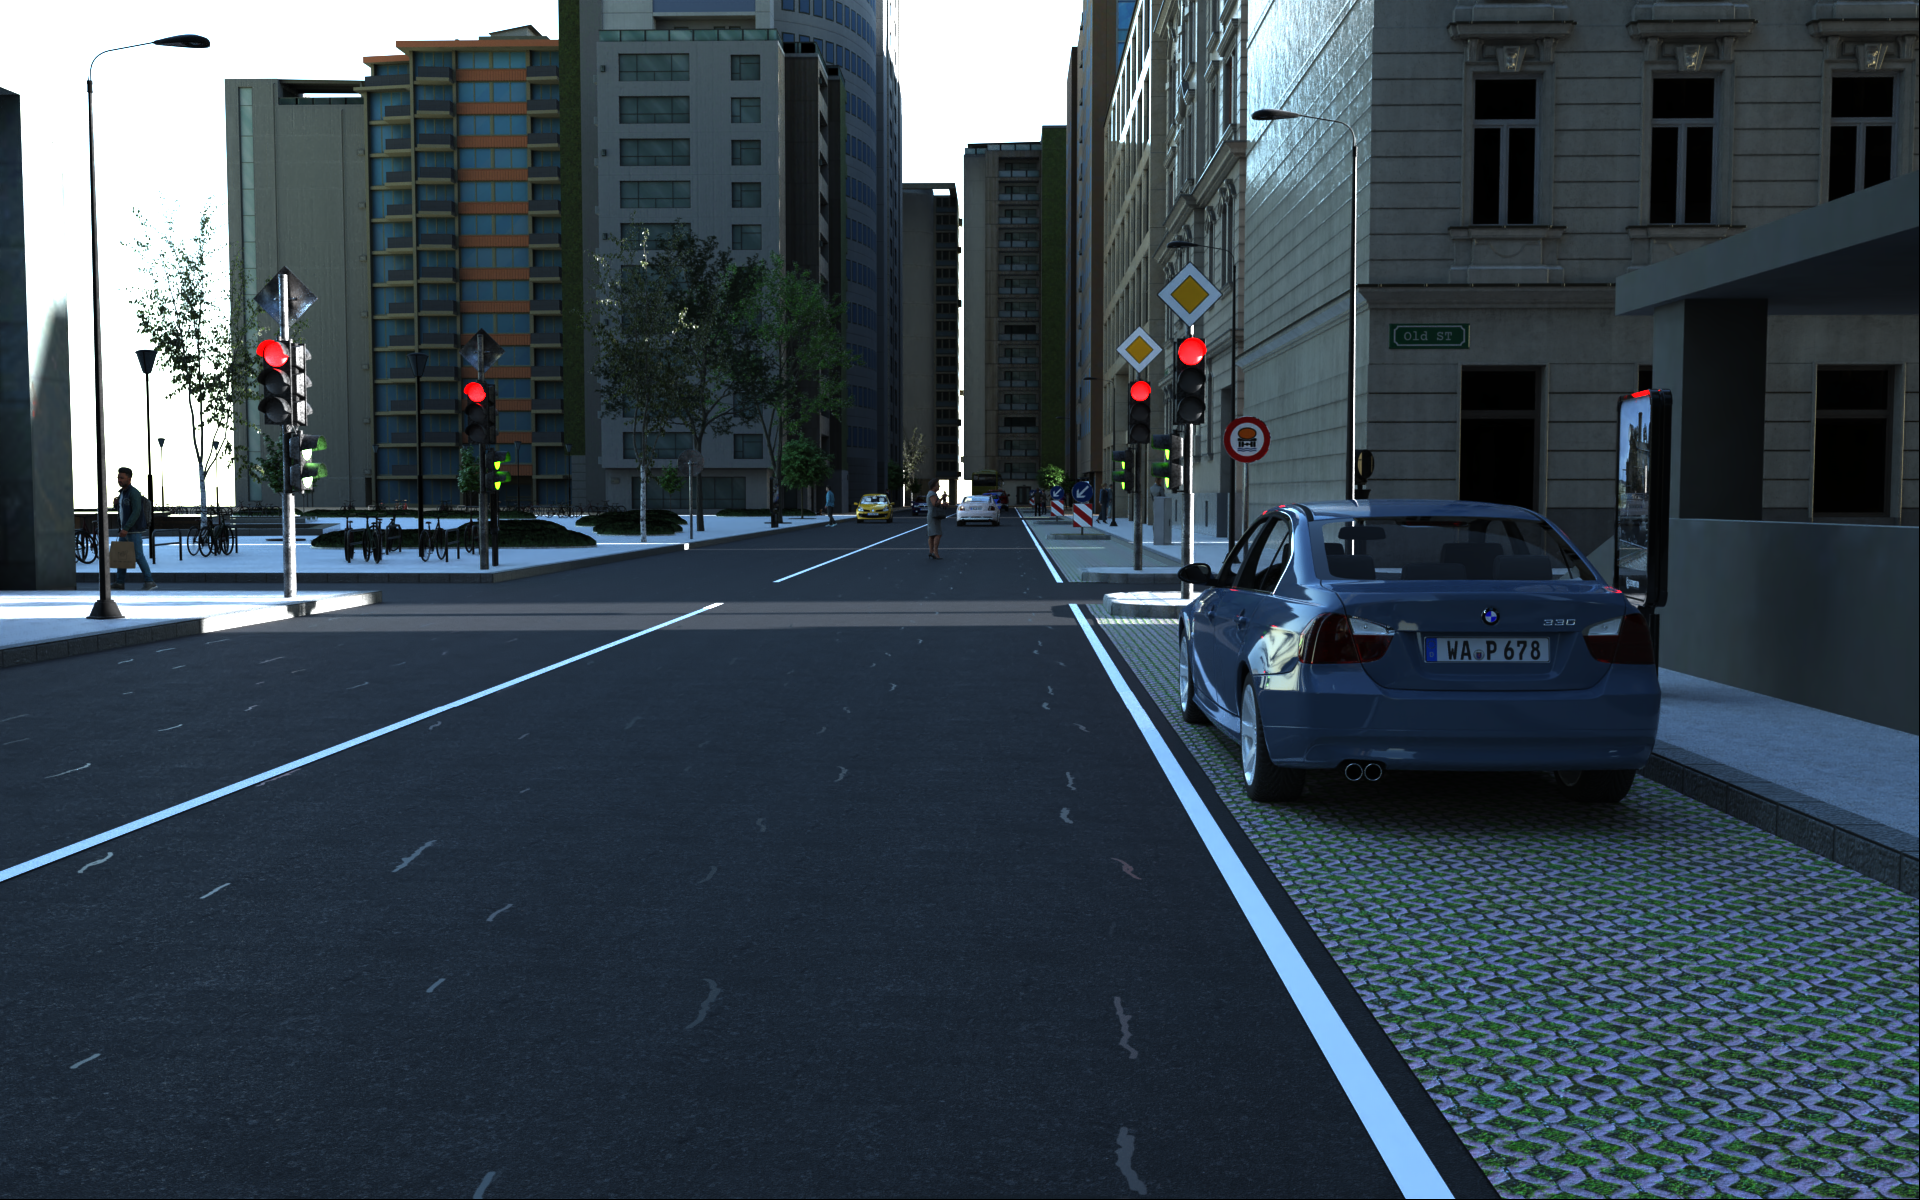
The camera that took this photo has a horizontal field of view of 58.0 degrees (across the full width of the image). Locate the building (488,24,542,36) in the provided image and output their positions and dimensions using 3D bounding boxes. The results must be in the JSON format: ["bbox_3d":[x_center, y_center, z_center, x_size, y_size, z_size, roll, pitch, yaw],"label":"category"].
[{"bbox_3d":[-38.595,-37.588,203.805,27.495,52.752,28.713,0,4,2],"label":"building"}]

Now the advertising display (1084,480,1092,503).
[{"bbox_3d":[6.025,-4.697,82.015,0.123,1.923,0.974,-1,4,-13],"label":"advertising display"}]

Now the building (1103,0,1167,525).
[{"bbox_3d":[17.753,-17.266,86.821,19.350,26.468,34.151,0,4,2],"label":"building"}]

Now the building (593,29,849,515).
[{"bbox_3d":[-14.880,-20.794,111.677,14.160,30.474,14.107,0,4,2],"label":"building"}]

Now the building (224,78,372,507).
[{"bbox_3d":[-63.516,-29.989,173.920,14.086,41.232,14.154,0,4,2],"label":"building"}]

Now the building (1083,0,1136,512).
[{"bbox_3d":[17.725,-30.982,156.669,14.600,45.320,14.200,0,4,2],"label":"building"}]

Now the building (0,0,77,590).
[{"bbox_3d":[-28.075,-42.694,10.714,31.000,86.520,22.319,0,4,2],"label":"building"}]

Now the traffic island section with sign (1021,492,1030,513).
[{"bbox_3d":[5.784,-7.479,130.911,1.989,1.847,2.006,0,4,2],"label":"traffic island section with sign"}]

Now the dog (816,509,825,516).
[{"bbox_3d":[-8.426,-5.233,103.298,0.550,0.427,0.748,-3,5,-42],"label":"dog"}]

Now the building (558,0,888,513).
[{"bbox_3d":[-17.008,-36.086,132.006,21.231,58.520,28.212,0,4,2],"label":"building"}]

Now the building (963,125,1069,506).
[{"bbox_3d":[7.359,-31.297,195.293,14.086,41.232,14.154,0,4,2],"label":"building"}]

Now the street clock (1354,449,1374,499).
[{"bbox_3d":[6.495,-1.442,28.149,0.471,2.002,0.358,-3,5,-42],"label":"street clock"}]

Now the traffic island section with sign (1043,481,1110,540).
[{"bbox_3d":[3.731,-2.819,54.723,1.989,1.847,2.006,0,4,2],"label":"traffic island section with sign"}]

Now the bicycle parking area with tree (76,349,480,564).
[{"bbox_3d":[-13.591,-2.920,34.744,8.231,4.147,9.016,0,4,4],"label":"bicycle parking area with tree"}]

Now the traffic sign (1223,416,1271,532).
[{"bbox_3d":[4.682,-1.725,28.306,0.768,2.556,0.104,1,4,8],"label":"traffic sign"}]

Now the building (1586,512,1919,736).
[{"bbox_3d":[21.169,-19.261,6.807,32.217,40.220,23.993,0,4,2],"label":"building"}]

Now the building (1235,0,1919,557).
[{"bbox_3d":[28.654,-15.900,36.376,44.131,29.872,17.030,0,4,2],"label":"building"}]

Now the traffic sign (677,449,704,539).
[{"bbox_3d":[-7.643,-3.003,49.201,0.768,2.556,0.104,0,4,2],"label":"traffic sign"}]

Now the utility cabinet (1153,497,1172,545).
[{"bbox_3d":[5.167,-2.013,44.080,0.306,1.237,1.020,1,4,17],"label":"utility cabinet"}]

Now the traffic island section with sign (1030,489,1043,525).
[{"bbox_3d":[4.455,-4.467,81.668,1.989,1.847,2.006,0,4,2],"label":"traffic island section with sign"}]

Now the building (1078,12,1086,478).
[{"bbox_3d":[20.578,-29.386,135.089,22.147,44.769,28.867,0,4,2],"label":"building"}]

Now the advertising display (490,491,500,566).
[{"bbox_3d":[-8.364,-1.586,31.138,0.123,1.923,0.974,-1,4,-13],"label":"advertising display"}]

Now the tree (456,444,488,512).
[{"bbox_3d":[-17.813,-4.176,62.887,1.663,3.219,1.824,0,3,0],"label":"tree"}]

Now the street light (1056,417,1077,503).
[{"bbox_3d":[6.463,-8.050,104.160,1.470,5.913,1.316,0,4,2],"label":"street light"}]

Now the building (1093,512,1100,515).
[{"bbox_3d":[15.227,-28.355,113.716,14.600,45.320,14.200,0,4,2],"label":"building"}]

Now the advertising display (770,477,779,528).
[{"bbox_3d":[-7.078,-3.726,66.130,0.123,1.923,0.974,1,4,9],"label":"advertising display"}]

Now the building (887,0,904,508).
[{"bbox_3d":[-16.356,-44.621,167.803,20.611,71.187,20.563,0,4,2],"label":"building"}]

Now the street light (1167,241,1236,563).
[{"bbox_3d":[4.493,-3.633,31.942,1.470,5.913,1.316,0,4,2],"label":"street light"}]

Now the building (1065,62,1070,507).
[{"bbox_3d":[17.593,-31.860,171.021,14.600,45.320,14.200,0,4,2],"label":"building"}]

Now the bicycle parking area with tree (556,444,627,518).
[{"bbox_3d":[-22.958,-6.678,96.183,9.016,4.147,8.231,2,4,32],"label":"bicycle parking area with tree"}]

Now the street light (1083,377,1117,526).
[{"bbox_3d":[5.574,-5.888,68.803,1.470,5.913,1.316,0,4,2],"label":"street light"}]

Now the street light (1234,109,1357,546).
[{"bbox_3d":[4.216,-2.967,21.046,1.470,5.913,1.316,0,4,2],"label":"street light"}]

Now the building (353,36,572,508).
[{"bbox_3d":[-41.730,-31.444,168.731,28.867,44.769,22.147,0,4,2],"label":"building"}]

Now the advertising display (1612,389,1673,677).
[{"bbox_3d":[4.333,-0.356,11.037,0.123,1.923,0.974,1,4,9],"label":"advertising display"}]

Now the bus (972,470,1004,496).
[{"bbox_3d":[2.758,-11.118,173.329,2.896,3.916,12.252,0,4,4],"label":"bus"}]

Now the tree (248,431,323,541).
[{"bbox_3d":[-18.422,-3.229,47.399,1.663,3.219,1.824,0,3,0],"label":"tree"}]

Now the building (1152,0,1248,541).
[{"bbox_3d":[14.004,-16.531,57.664,14.401,28.519,23.554,0,4,2],"label":"building"}]

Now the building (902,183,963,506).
[{"bbox_3d":[-11.741,-31.373,204.837,23.993,40.220,32.217,0,4,2],"label":"building"}]

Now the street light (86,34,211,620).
[{"bbox_3d":[-8.274,-2.760,17.673,1.470,5.913,1.316,0,4,2],"label":"street light"}]
